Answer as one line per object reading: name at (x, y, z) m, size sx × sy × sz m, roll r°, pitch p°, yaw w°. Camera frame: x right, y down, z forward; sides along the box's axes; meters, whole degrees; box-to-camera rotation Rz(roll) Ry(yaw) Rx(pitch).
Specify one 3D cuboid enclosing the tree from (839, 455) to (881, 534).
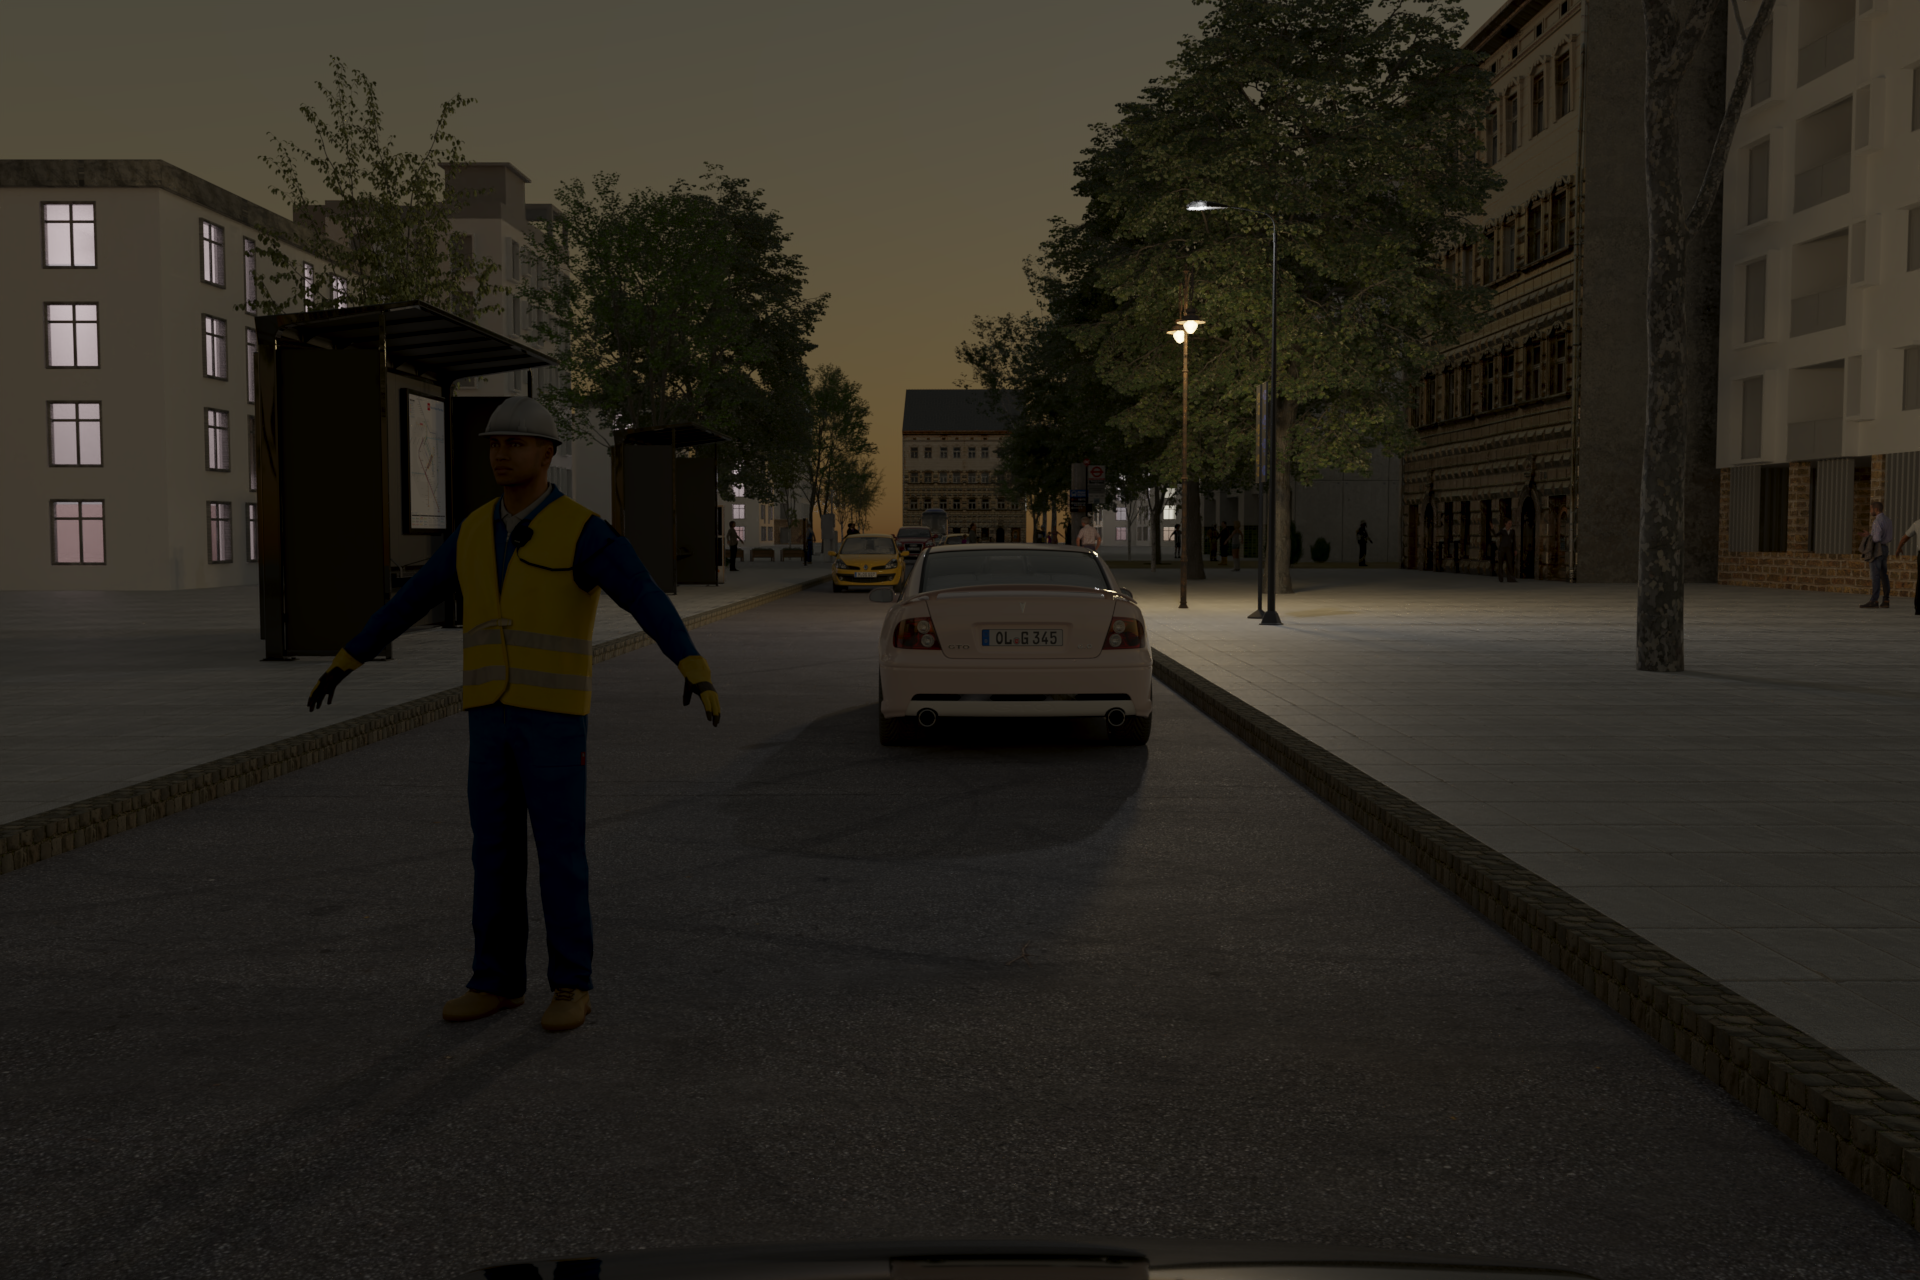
tree at (-8.749, -12.818, 159.937) m, size 4.360 × 8.622 × 3.978 m, roll 0°, pitch 3°, yaw 0°

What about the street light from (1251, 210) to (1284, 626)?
street light at (4.937, -3.165, 24.281) m, size 1.470 × 5.913 × 1.316 m, roll 0°, pitch 3°, yaw 0°

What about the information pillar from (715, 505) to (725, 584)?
information pillar at (-6.206, -2.447, 44.508) m, size 0.304 × 2.012 × 0.304 m, roll 0°, pitch 4°, yaw 0°

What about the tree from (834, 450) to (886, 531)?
tree at (-8.819, -11.556, 139.295) m, size 4.360 × 8.622 × 3.978 m, roll 0°, pitch 3°, yaw 0°

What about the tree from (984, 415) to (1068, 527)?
tree at (7.435, -15.918, 170.623) m, size 12.009 × 13.543 × 11.850 m, roll 0°, pitch 3°, yaw 0°

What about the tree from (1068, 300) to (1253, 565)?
tree at (8.497, -8.996, 72.839) m, size 9.928 × 11.665 × 9.643 m, roll 0°, pitch 3°, yaw 0°

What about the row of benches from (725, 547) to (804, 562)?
row of benches at (-9.156, -4.004, 80.934) m, size 4.104 × 0.672 × 1.422 m, roll -1°, pitch 4°, yaw -16°

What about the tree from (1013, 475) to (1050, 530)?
tree at (7.428, -12.972, 162.452) m, size 4.360 × 8.622 × 3.978 m, roll 0°, pitch 3°, yaw 0°

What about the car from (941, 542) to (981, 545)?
car at (0.060, -4.460, 84.922) m, size 2.014 × 1.417 × 4.499 m, roll 0°, pitch 4°, yaw -1°

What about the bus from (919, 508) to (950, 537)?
bus at (-2.378, -10.902, 169.798) m, size 2.896 × 3.916 × 12.251 m, roll 0°, pitch 4°, yaw 0°

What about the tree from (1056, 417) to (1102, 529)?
tree at (7.066, -9.393, 103.932) m, size 4.737 × 8.622 × 4.395 m, roll 0°, pitch 3°, yaw 0°

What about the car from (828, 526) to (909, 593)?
car at (-2.270, -2.039, 43.554) m, size 2.015 × 1.641 × 3.980 m, roll 0°, pitch 3°, yaw 0°

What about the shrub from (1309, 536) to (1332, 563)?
shrub at (16.000, -4.021, 76.861) m, size 1.383 × 1.207 × 1.383 m, roll 0°, pitch 3°, yaw 0°

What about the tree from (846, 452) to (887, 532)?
tree at (-8.896, -12.096, 148.127) m, size 4.360 × 8.622 × 3.978 m, roll 0°, pitch 3°, yaw 0°

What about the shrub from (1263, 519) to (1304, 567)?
shrub at (12.475, -3.812, 66.743) m, size 1.690 × 2.028 × 1.600 m, roll 0°, pitch 3°, yaw 0°

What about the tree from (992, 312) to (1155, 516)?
tree at (6.492, -11.465, 94.102) m, size 9.857 × 13.997 × 8.962 m, roll 0°, pitch 3°, yaw 0°

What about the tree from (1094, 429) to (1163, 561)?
tree at (7.875, -8.020, 81.497) m, size 4.360 × 8.622 × 3.978 m, roll 0°, pitch 3°, yaw 0°

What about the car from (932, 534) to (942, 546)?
car at (-2.018, -7.034, 126.811) m, size 2.131 × 1.459 × 4.920 m, roll 0°, pitch 3°, yaw 0°

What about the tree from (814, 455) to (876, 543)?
tree at (-17.799, -21.375, 259.855) m, size 12.009 × 13.543 × 11.850 m, roll 0°, pitch 3°, yaw 0°

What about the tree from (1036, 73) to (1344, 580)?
tree at (6.643, -8.683, 48.625) m, size 9.857 × 13.997 × 8.962 m, roll 0°, pitch 3°, yaw 0°

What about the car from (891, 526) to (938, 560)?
car at (-2.177, -4.543, 82.951) m, size 2.281 × 1.827 × 5.304 m, roll 0°, pitch 4°, yaw 0°

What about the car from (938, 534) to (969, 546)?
car at (0.038, -3.986, 75.400) m, size 2.015 × 1.641 × 3.980 m, roll 0°, pitch 4°, yaw 0°

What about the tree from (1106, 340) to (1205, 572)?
tree at (6.605, -6.592, 58.145) m, size 4.737 × 8.622 × 4.395 m, roll 0°, pitch 3°, yaw 0°

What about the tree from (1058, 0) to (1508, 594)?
tree at (6.774, -7.978, 37.100) m, size 9.857 × 13.997 × 8.962 m, roll 0°, pitch 3°, yaw 0°

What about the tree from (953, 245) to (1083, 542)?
tree at (5.287, -15.930, 116.347) m, size 12.611 × 20.169 × 13.585 m, roll 0°, pitch 3°, yaw 0°

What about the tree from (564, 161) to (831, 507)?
tree at (-9.134, -9.456, 61.262) m, size 9.857 × 13.997 × 8.962 m, roll 0°, pitch 3°, yaw 0°

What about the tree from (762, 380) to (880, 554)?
tree at (-9.117, -11.539, 114.410) m, size 9.928 × 11.665 × 9.643 m, roll 0°, pitch 3°, yaw 0°

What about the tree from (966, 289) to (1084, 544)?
tree at (6.566, -17.131, 135.987) m, size 12.611 × 20.169 × 13.585 m, roll 0°, pitch 3°, yaw 0°

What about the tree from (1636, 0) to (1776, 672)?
tree at (6.348, -9.685, 14.241) m, size 12.611 × 20.169 × 13.585 m, roll 0°, pitch 3°, yaw 0°

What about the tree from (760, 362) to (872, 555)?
tree at (-8.864, -10.912, 104.169) m, size 9.928 × 11.665 × 9.643 m, roll 0°, pitch 3°, yaw 0°

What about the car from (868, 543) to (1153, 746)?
car at (0.335, -0.046, 13.109) m, size 2.083 × 1.381 × 4.827 m, roll 0°, pitch 4°, yaw -1°

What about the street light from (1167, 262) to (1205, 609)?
street light at (3.858, -3.483, 29.731) m, size 0.468 × 5.910 × 1.993 m, roll 0°, pitch 4°, yaw 0°

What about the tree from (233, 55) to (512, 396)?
tree at (-8.856, -4.686, 26.980) m, size 4.737 × 8.622 × 4.395 m, roll 0°, pitch 3°, yaw 0°

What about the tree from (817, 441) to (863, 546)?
tree at (-8.717, -10.963, 129.614) m, size 4.360 × 8.622 × 3.978 m, roll 0°, pitch 3°, yaw 0°

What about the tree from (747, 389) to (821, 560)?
tree at (-8.683, -8.301, 86.085) m, size 4.737 × 8.622 × 4.395 m, roll 0°, pitch 3°, yaw 0°

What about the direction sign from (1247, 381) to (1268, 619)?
direction sign at (4.555, -2.092, 26.209) m, size 0.379 × 3.537 × 0.876 m, roll 0°, pitch 4°, yaw 0°

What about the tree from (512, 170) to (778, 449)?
tree at (-8.874, -7.579, 49.675) m, size 9.928 × 11.665 × 9.643 m, roll 0°, pitch 3°, yaw 0°

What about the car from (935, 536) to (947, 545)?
car at (-0.296, -4.826, 91.271) m, size 2.083 × 1.381 × 4.827 m, roll 0°, pitch 4°, yaw -1°

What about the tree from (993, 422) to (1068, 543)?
tree at (6.759, -13.957, 153.959) m, size 9.928 × 11.665 × 9.643 m, roll 0°, pitch 3°, yaw 0°
